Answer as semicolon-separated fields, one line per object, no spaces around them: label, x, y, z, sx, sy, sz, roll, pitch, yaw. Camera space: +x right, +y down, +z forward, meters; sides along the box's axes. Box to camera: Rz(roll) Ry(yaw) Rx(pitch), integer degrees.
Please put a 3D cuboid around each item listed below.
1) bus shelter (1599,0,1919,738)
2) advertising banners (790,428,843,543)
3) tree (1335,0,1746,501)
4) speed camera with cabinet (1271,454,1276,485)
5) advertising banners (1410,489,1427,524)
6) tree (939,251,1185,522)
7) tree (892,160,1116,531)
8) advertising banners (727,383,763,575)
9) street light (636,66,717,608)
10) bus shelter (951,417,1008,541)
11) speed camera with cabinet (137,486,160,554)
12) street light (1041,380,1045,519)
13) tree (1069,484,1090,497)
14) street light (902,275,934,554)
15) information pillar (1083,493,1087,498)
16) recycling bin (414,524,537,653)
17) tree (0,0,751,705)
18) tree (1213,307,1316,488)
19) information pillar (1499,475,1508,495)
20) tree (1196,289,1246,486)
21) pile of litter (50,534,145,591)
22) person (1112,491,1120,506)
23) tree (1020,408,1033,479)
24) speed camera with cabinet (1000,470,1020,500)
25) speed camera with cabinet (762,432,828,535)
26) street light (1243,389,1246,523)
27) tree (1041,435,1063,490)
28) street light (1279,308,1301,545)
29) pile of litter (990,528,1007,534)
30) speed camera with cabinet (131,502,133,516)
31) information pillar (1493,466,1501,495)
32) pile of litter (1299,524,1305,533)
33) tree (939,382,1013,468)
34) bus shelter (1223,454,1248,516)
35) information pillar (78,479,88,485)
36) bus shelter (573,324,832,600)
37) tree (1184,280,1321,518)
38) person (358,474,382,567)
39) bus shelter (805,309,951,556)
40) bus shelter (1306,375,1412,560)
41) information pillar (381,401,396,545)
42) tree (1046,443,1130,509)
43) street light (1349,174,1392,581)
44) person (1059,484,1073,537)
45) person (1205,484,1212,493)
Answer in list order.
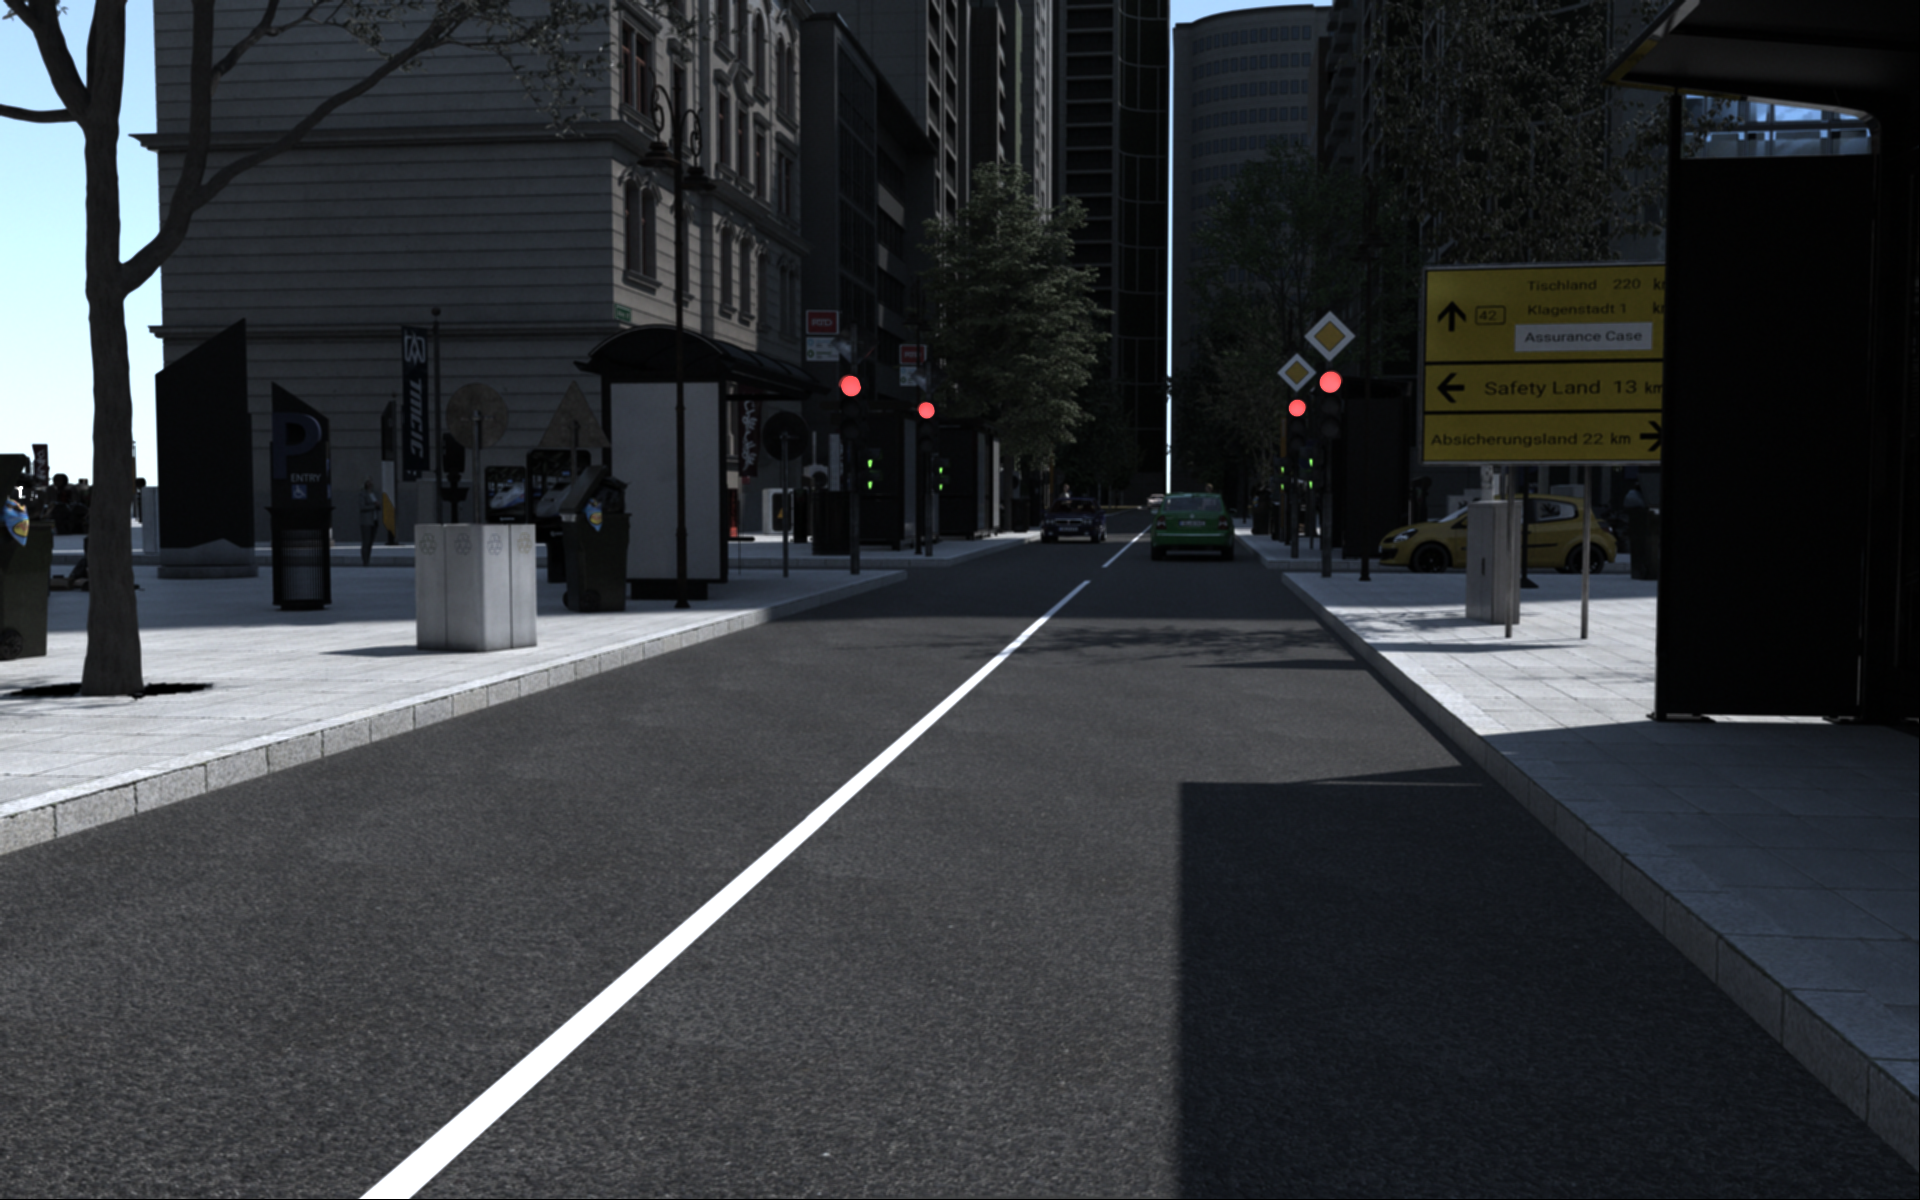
bus shelter;4.049;-0.941;6.670;1.731;3.624;6.357;0;4;7
advertising banners;-3.660;-3.028;45.688;0.090;3.025;2.074;3;5;45
tree;5.899;-4.178;18.671;4.360;8.622;3.978;0;3;0
speed camera with cabinet;15.041;-5.339;81.633;0.660;3.252;2.038;0;4;7
advertising banners;10.477;-2.731;40.836;0.090;3.025;2.074;3;5;43
tree;3.456;-9.932;79.388;9.611;12.733;9.660;0;3;0
tree;1.540;-8.671;59.896;7.486;12.596;7.792;0;3;0
advertising banners;-3.922;-1.922;27.615;2.074;3.025;0.090;2;4;33
street light;-3.130;-2.847;19.338;0.468;5.910;1.993;0;4;7
bus shelter;-0.201;-4.358;48.882;2.179;5.291;8.768;0;4;8
speed camera with cabinet;-16.698;-2.652;37.703;0.660;3.252;2.038;3;4;39
street light;3.371;-5.939;69.891;0.468;5.910;1.993;0;4;7
tree;6.825;-6.247;96.740;1.663;3.219;1.824;0;3;0
street light;-0.883;-3.910;36.717;0.468;5.910;1.993;0;4;7
information pillar;8.019;-6.478;110.412;0.304;2.012;0.304;-2;4;-30
recycling bin;-4.027;-0.114;14.425;0.722;1.027;0.722;2;4;26
tree;-5.365;-6.147;10.871;12.009;13.543;11.850;0;3;0
tree;12.164;-7.137;67.059;4.737;8.622;4.395;0;3;0
information pillar;20.569;-3.728;65.450;0.304;2.012;0.304;3;5;45
tree;10.449;-6.747;60.680;4.360;8.622;3.978;0;3;0
pile of litter;-11.700;-0.566;23.213;1.719;0.858;1.176;3;5;42
person;17.278;-11.162;191.012;1.348;1.823;0.705;-3;5;-43
tree;2.144;-9.160;100.125;4.360;8.622;3.978;0;3;0
speed camera with cabinet;1.290;-4.411;66.455;2.038;3.252;0.660;-2;4;-28
speed camera with cabinet;-5.155;-3.675;54.424;2.038;3.252;0.660;-2;4;-25
street light;12.498;-6.308;75.921;0.468;5.910;1.993;0;4;7
tree;4.655;-9.489;105.500;4.360;8.622;3.978;0;3;0
street light;8.202;-4.305;43.180;0.468;5.910;1.993;0;4;7
pile of litter;0.629;-2.603;56.522;1.719;0.858;1.176;1;4;14
speed camera with cabinet;-49.244;-6.667;103.349;0.660;3.252;2.038;-3;4;-39
information pillar;21.861;-4.827;70.268;0.504;3.616;0.183;0;4;7
pile of litter;10.840;-2.611;56.659;1.719;0.858;1.176;0;4;0
tree;0.688;-8.483;89.066;4.360;8.622;3.978;0;3;0
bus shelter;16.310;-6.851;103.289;1.731;3.624;6.357;0;4;8
information pillar;-41.477;-4.740;81.993;0.304;2.012;0.304;1;4;9
bus shelter;-3.272;-1.803;23.409;2.014;3.302;5.546;0;4;7
tree;15.219;-10.759;92.915;9.611;12.733;9.660;0;3;0
person;-10.914;-1.436;32.168;0.526;1.800;0.537;2;4;32
bus shelter;-1.937;-3.827;40.209;2.179;5.291;8.768;0;4;7
bus shelter;8.387;-2.780;36.742;1.731;3.624;6.357;0;4;8
information pillar;-14.302;-3.179;43.331;0.183;3.616;0.504;0;4;8
tree;6.180;-6.619;91.942;4.285;4.588;4.351;0;3;0
street light;5.989;-3.220;25.437;0.468;5.910;1.993;0;4;7
person;3.560;-2.985;57.858;0.362;1.759;0.519;3;5;45
person;7.655;-2.704;53.381;0.731;1.740;0.598;3;5;40
